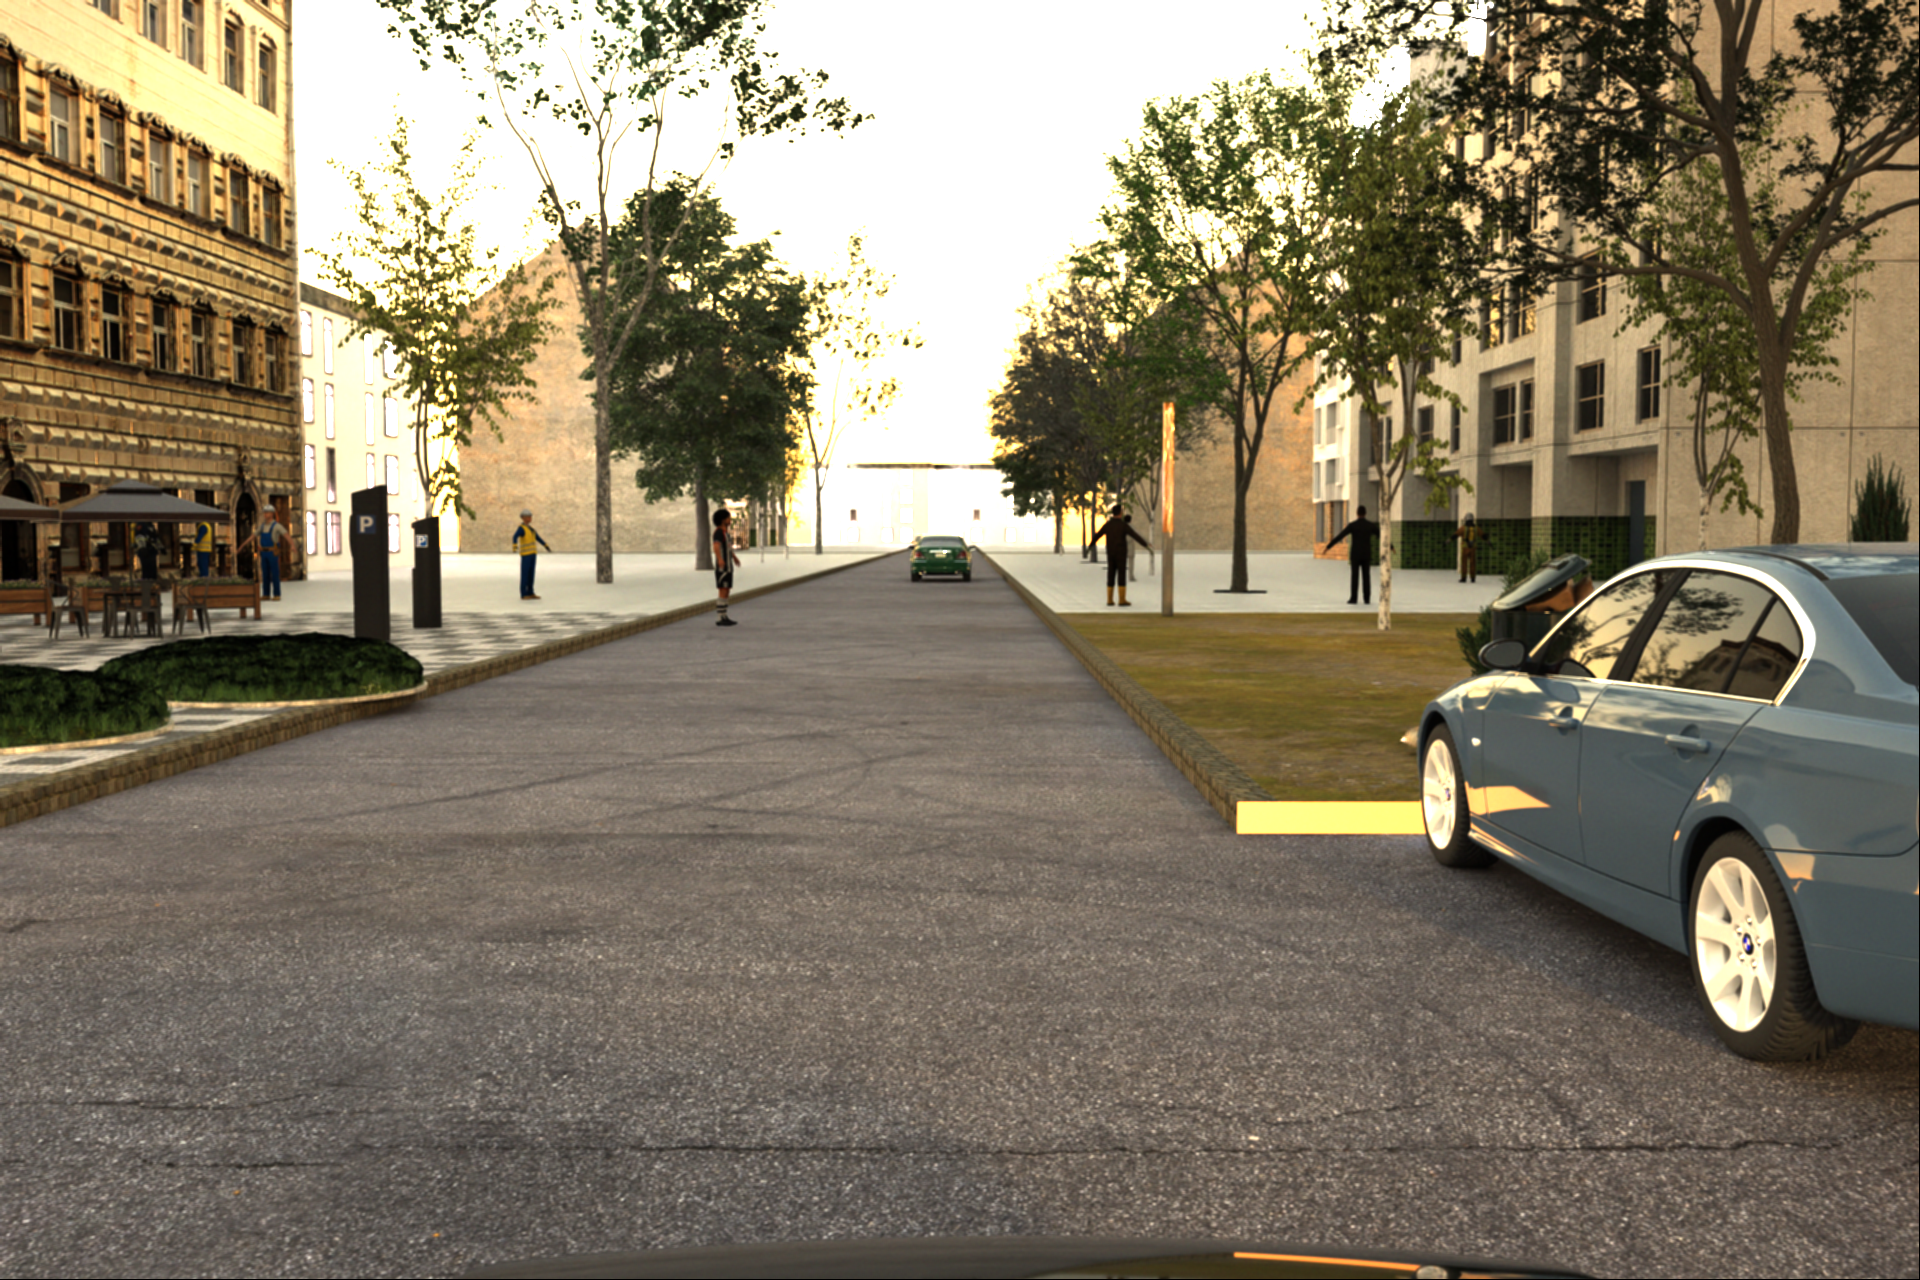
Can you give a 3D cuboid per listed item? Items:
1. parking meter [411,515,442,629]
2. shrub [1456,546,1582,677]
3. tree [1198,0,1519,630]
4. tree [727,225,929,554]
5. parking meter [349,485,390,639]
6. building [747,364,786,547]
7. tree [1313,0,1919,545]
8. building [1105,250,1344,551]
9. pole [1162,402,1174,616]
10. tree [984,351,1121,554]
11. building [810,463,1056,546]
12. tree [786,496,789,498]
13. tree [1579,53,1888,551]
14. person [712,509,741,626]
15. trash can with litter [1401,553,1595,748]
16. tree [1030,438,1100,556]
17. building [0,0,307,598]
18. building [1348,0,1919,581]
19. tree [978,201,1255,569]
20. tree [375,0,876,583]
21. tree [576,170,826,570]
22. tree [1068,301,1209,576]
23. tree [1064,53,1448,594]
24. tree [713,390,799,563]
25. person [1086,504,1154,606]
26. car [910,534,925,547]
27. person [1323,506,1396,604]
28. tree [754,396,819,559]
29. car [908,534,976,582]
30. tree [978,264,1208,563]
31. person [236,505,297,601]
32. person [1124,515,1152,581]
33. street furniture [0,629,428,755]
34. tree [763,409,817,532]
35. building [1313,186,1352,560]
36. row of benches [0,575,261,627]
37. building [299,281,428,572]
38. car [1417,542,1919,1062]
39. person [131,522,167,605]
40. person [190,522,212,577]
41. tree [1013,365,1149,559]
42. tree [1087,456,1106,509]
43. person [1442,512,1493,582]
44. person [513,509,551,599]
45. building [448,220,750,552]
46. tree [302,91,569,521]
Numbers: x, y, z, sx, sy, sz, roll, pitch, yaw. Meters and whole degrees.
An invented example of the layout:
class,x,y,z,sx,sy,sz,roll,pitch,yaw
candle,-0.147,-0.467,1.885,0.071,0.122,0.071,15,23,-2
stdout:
class,x,y,z,sx,sy,sz,roll,pitch,yaw
parking meter,-7.282,-0.931,23.639,0.372,1.533,0.369,0,3,0
shrub,3.783,-0.015,11.358,1.383,1.207,1.383,0,3,0
tree,5.517,-4.431,22.811,4.737,8.622,4.395,0,3,0
tree,-8.326,-15.365,107.102,12.611,20.169,13.585,0,3,0
parking meter,-7.066,-0.919,20.732,0.399,1.863,0.255,0,4,1
building,-28.340,-19.170,179.891,16.747,18.905,31.486,0,4,1
tree,7.018,-4.914,14.756,8.767,10.594,7.601,-1,4,-15
building,21.990,-19.039,142.219,19.493,23.208,18.063,0,4,0
pole,3.242,-2.026,26.967,0.158,3.312,0.155,0,3,0
tree,6.410,-12.650,113.490,9.857,13.997,8.962,0,3,0
building,-2.861,-15.882,204.269,28.070,9.664,9.099,1,4,9
tree,-21.409,-15.193,198.760,4.737,8.622,4.395,0,3,0
tree,12.012,-4.698,27.178,4.737,8.622,4.395,0,3,0
person,-3.681,-1.136,27.181,0.704,1.843,1.345,0,4,4
trash can with litter,3.126,0.089,9.930,1.055,1.170,0.624,0,4,-2
tree,5.740,-9.280,102.092,4.360,8.622,3.978,0,3,0
building,-27.439,-12.685,38.332,19.493,23.208,18.063,0,4,1
building,24.454,-11.543,55.182,16.747,18.905,31.486,0,4,0
tree,5.924,-9.354,63.312,12.009,13.543,11.850,0,3,0
tree,-7.803,-11.532,44.434,12.611,20.169,13.585,0,3,0
tree,-9.080,-9.454,61.230,9.857,13.997,8.962,0,3,0
tree,5.765,-6.301,53.390,4.737,8.622,4.395,0,3,0
tree,6.287,-6.840,37.589,9.928,11.665,9.643,0,3,0
tree,-9.066,-7.801,77.910,4.737,8.622,4.395,0,3,0
person,2.822,-1.521,31.000,1.346,1.812,0.704,2,4,33
car,-2.046,-5.921,107.039,2.015,1.641,3.980,0,3,0
person,7.368,-1.569,31.875,1.346,1.802,0.704,0,4,-1
tree,-8.717,-8.395,87.621,4.360,8.622,3.978,0,3,0
car,-0.563,-2.550,53.489,2.131,1.459,4.920,0,4,0
tree,5.914,-10.183,76.867,12.009,13.543,11.850,0,3,0
person,-13.299,-1.681,33.335,1.347,1.847,0.705,1,4,17
person,4.575,-2.503,47.112,1.347,1.806,0.705,2,4,29
street furniture,-8.900,0.232,11.833,10.072,0.657,5.734,-1,4,-17
tree,-9.508,-8.900,95.870,4.360,8.622,3.978,0,3,0
building,23.731,-14.278,89.872,16.016,20.090,11.380,0,3,0
row of benches,-12.043,-0.575,24.857,4.104,0.672,1.422,-3,5,-43
building,-26.266,-7.773,69.242,9.099,9.664,28.070,0,4,0
car,2.957,0.367,6.005,2.014,1.417,4.499,0,4,-1
person,-14.317,-1.519,30.611,0.705,1.856,1.354,-1,4,-10
person,-16.763,-1.976,38.273,0.705,1.833,1.349,-1,4,-14
tree,6.233,-9.553,90.606,7.601,10.594,8.767,-1,4,-12
tree,17.859,-17.053,204.574,9.928,11.665,9.643,0,3,0
person,13.507,-2.461,46.013,1.354,1.858,0.705,0,4,-1
person,-8.453,-1.693,34.137,0.721,1.772,1.216,1,4,20
building,-26.267,-18.338,130.756,19.493,23.208,18.063,0,4,-1
tree,-8.977,-4.866,29.926,4.737,8.622,4.395,0,3,0
